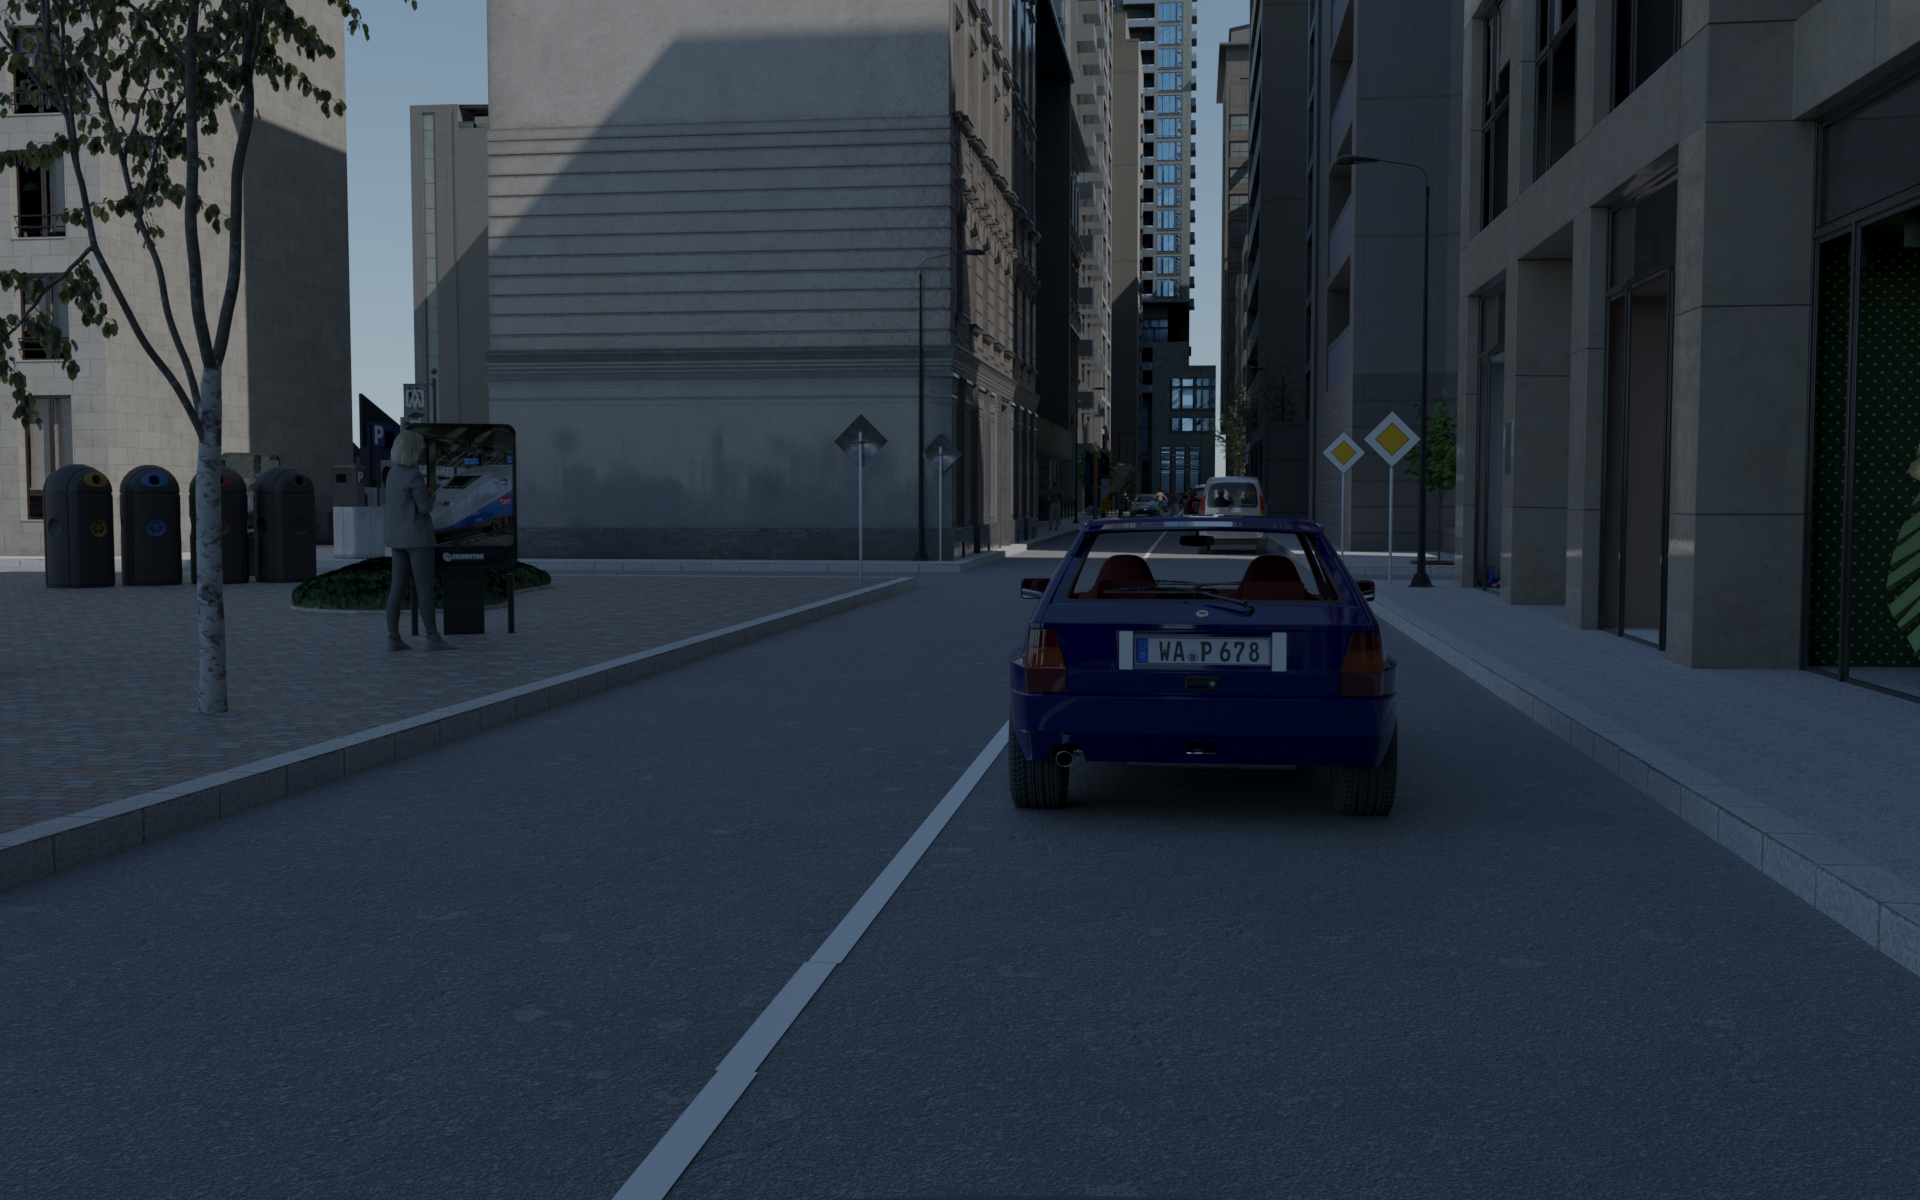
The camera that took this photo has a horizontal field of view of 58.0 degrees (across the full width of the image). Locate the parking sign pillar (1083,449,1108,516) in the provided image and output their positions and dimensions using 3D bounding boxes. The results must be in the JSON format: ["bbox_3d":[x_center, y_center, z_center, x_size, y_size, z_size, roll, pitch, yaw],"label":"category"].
[{"bbox_3d":[8.070,-7.012,103.112,1.447,3.967,1.447,1,4,13],"label":"parking sign pillar"}]

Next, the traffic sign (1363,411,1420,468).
[{"bbox_3d":[6.061,-1.350,24.260,0.795,2.593,0.064,0,4,8],"label":"traffic sign"}]

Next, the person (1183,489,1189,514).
[{"bbox_3d":[15.129,-6.442,114.351,0.750,1.759,0.617,-2,4,-25],"label":"person"}]

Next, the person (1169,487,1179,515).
[{"bbox_3d":[10.203,-4.471,82.156,0.519,1.759,0.362,3,5,44],"label":"person"}]

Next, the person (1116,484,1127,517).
[{"bbox_3d":[6.217,-3.529,66.383,0.526,1.800,0.537,2,4,34],"label":"person"}]

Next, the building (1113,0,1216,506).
[{"bbox_3d":[14.163,-54.315,200.714,31.000,86.520,22.319,0,4,8],"label":"building"}]

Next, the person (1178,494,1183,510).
[{"bbox_3d":[20.252,-9.026,159.300,0.697,1.427,0.421,1,4,19],"label":"person"}]

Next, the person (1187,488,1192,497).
[{"bbox_3d":[11.635,-4.761,86.938,0.643,1.750,0.593,2,4,24],"label":"person"}]

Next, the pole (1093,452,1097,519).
[{"bbox_3d":[6.499,-5.467,83.231,0.158,3.312,0.155,0,3,0],"label":"pole"}]

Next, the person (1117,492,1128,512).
[{"bbox_3d":[11.361,-6.890,121.887,0.799,1.438,0.628,-1,4,-19],"label":"person"}]

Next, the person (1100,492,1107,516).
[{"bbox_3d":[8.303,-5.737,100.388,0.519,1.759,0.362,2,4,33],"label":"person"}]

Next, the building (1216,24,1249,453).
[{"bbox_3d":[43.498,-37.381,200.416,27.495,52.752,28.713,0,4,8],"label":"building"}]

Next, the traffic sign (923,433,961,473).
[{"bbox_3d":[-0.386,-1.897,33.213,0.795,2.593,0.064,0,4,8],"label":"traffic sign"}]

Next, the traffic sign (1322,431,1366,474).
[{"bbox_3d":[7.137,-1.834,32.173,0.795,2.593,0.064,0,4,8],"label":"traffic sign"}]

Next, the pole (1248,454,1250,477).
[{"bbox_3d":[13.772,-5.408,82.256,0.158,3.312,0.155,0,3,0],"label":"pole"}]

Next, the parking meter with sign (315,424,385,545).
[{"bbox_3d":[-15.320,-2.883,43.403,1.738,3.016,0.543,1,4,13],"label":"parking meter with sign"}]

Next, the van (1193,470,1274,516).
[{"bbox_3d":[6.717,-2.176,42.595,2.013,2.044,4.112,1,4,9],"label":"van"}]

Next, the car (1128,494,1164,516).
[{"bbox_3d":[11.172,-5.638,103.972,2.131,1.459,4.920,1,4,8],"label":"car"}]

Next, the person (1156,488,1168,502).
[{"bbox_3d":[13.833,-6.828,120.154,1.348,1.823,0.705,-1,4,-19],"label":"person"}]

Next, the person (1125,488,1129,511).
[{"bbox_3d":[12.140,-7.408,127.681,0.721,1.766,1.217,1,4,9],"label":"person"}]

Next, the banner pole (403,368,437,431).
[{"bbox_3d":[-10.677,-2.721,34.505,0.863,3.779,0.401,0,4,3],"label":"banner pole"}]

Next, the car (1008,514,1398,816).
[{"bbox_3d":[1.247,0.211,9.134,1.945,1.354,3.894,0,4,7],"label":"car"}]

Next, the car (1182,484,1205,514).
[{"bbox_3d":[9.983,-3.689,68.990,2.281,1.827,5.304,0,4,7],"label":"car"}]

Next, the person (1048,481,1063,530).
[{"bbox_3d":[3.406,-3.383,61.909,0.519,1.759,0.362,0,4,-7],"label":"person"}]

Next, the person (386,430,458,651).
[{"bbox_3d":[-4.489,-0.492,14.278,0.526,1.800,0.537,-3,4,-38],"label":"person"}]

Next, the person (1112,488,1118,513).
[{"bbox_3d":[10.616,-6.768,117.215,1.217,1.766,0.721,3,4,37],"label":"person"}]

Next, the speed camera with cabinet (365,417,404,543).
[{"bbox_3d":[-14.942,-3.085,44.768,2.038,3.252,0.660,3,5,39],"label":"speed camera with cabinet"}]

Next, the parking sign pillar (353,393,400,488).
[{"bbox_3d":[-15.524,-3.567,46.789,1.447,3.967,1.447,2,4,35],"label":"parking sign pillar"}]

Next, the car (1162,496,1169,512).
[{"bbox_3d":[15.800,-7.772,139.066,2.014,1.417,4.499,0,4,6],"label":"car"}]

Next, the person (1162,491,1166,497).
[{"bbox_3d":[19.340,-9.508,164.406,0.683,1.767,0.568,-3,4,-37],"label":"person"}]

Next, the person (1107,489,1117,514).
[{"bbox_3d":[9.630,-6.406,111.307,1.217,1.766,0.721,1,4,10],"label":"person"}]

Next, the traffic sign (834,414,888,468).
[{"bbox_3d":[-1.462,-1.413,25.300,0.795,2.593,0.064,0,4,8],"label":"traffic sign"}]
